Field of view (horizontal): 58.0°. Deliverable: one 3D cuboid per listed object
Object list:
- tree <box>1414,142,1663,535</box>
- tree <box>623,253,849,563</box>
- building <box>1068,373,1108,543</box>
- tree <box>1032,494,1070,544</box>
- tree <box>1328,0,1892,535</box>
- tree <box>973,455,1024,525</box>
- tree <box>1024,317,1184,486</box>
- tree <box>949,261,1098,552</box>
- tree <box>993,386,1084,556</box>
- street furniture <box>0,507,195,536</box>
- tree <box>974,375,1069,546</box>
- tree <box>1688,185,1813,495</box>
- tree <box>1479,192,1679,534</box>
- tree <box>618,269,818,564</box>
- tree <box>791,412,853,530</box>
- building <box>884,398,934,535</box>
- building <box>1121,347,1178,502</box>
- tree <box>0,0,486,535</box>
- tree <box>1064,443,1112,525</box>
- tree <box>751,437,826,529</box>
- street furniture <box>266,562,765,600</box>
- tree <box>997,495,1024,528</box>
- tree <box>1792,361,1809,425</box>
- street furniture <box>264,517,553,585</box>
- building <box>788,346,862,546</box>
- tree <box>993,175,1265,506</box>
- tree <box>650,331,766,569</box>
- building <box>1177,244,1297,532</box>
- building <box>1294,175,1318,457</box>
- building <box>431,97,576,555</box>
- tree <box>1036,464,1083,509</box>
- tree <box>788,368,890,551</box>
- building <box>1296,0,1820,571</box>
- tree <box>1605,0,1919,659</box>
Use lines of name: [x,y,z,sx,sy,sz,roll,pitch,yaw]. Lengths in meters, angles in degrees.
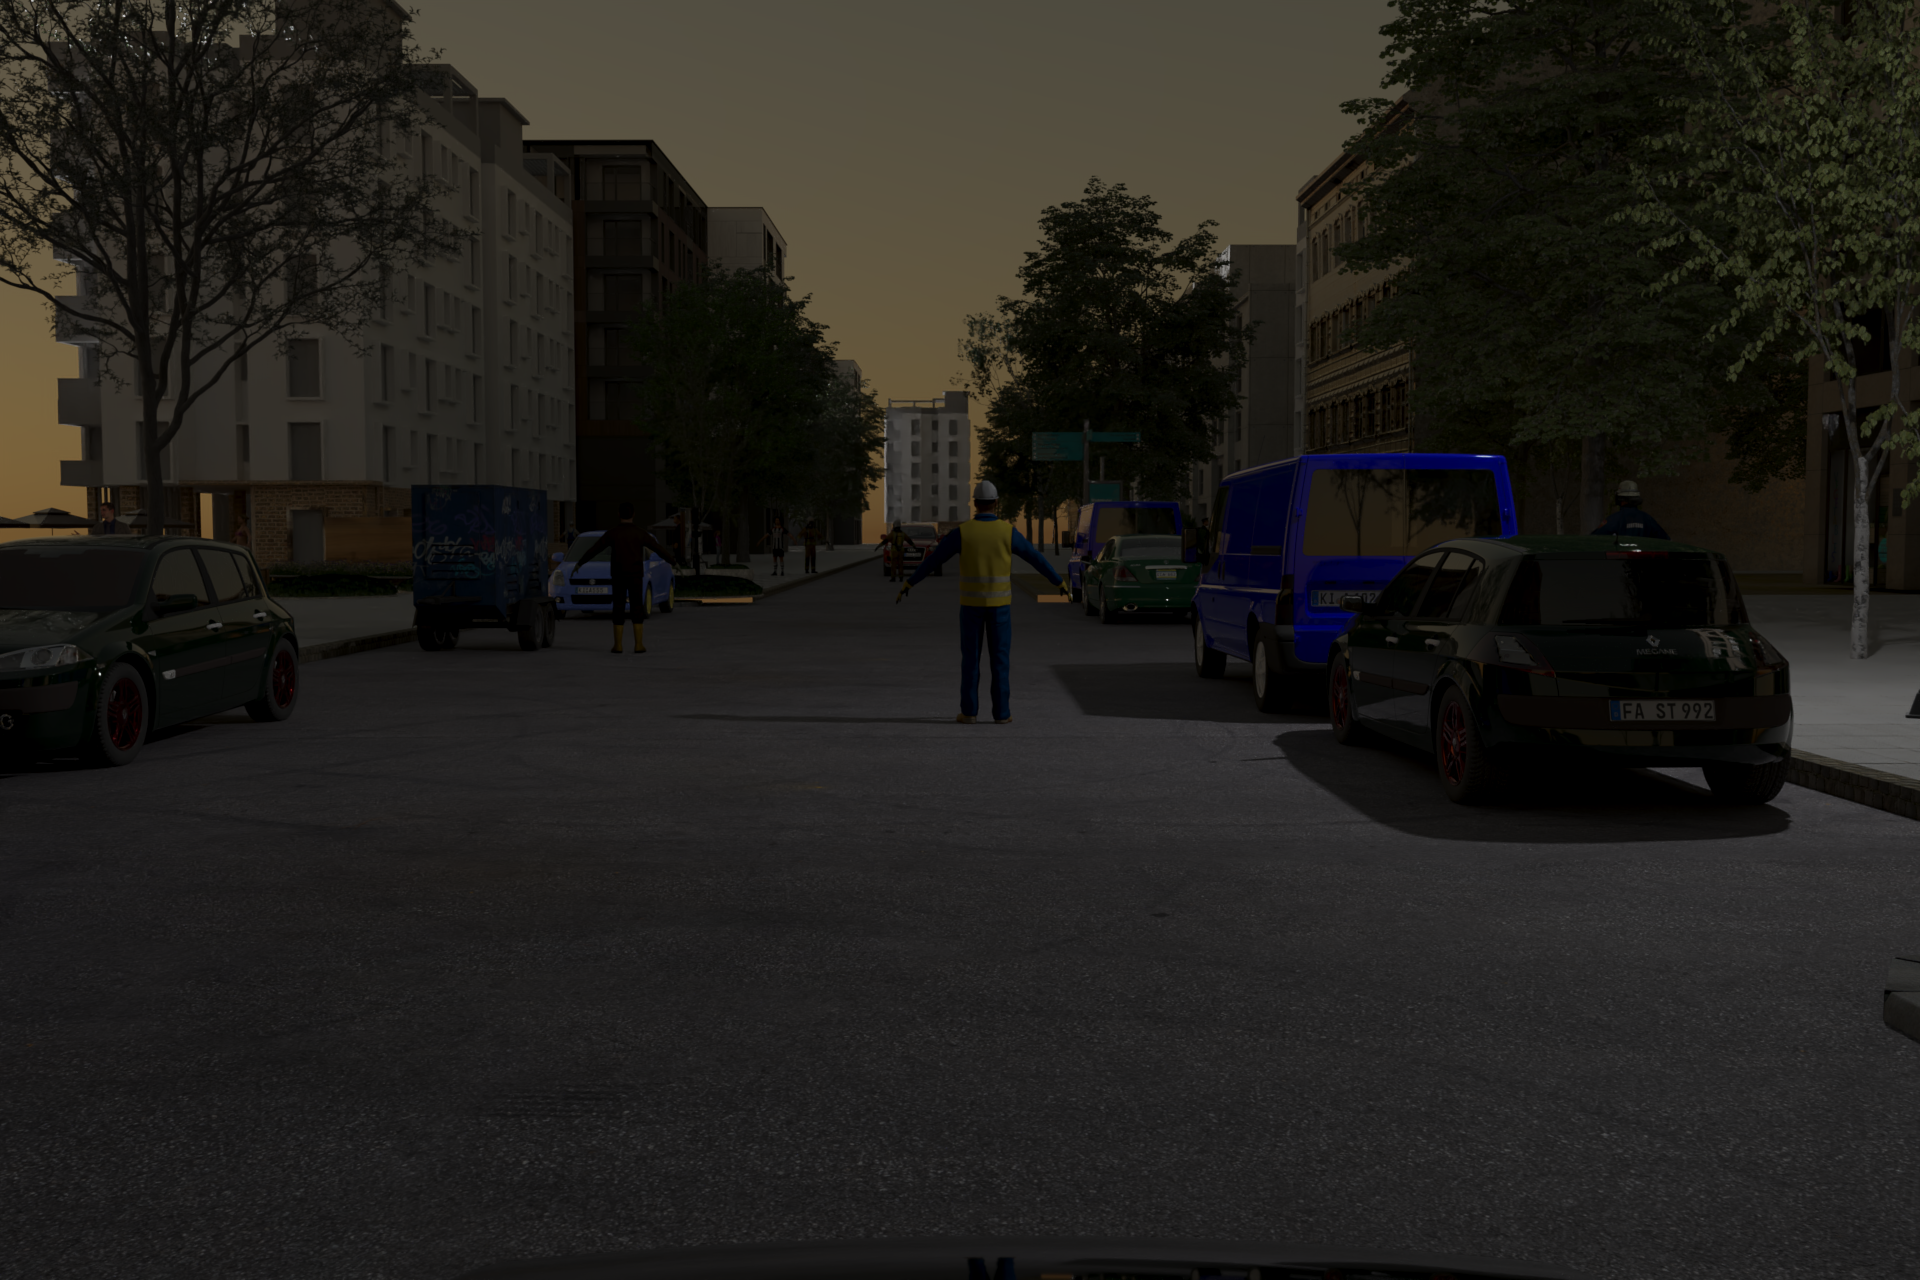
tree: [16.415,-8.034,49.480,7.486,12.596,7.792,0,3,0]
tree: [-9.903,-10.469,77.823,9.857,13.997,8.962,0,3,0]
building: [21.980,-22.181,193.590,19.493,23.208,18.063,0,3,0]
tree: [12.894,-18.286,233.390,7.601,10.594,8.767,0,4,5]
tree: [9.181,-6.540,25.063,7.486,12.596,7.792,0,3,0]
tree: [5.386,-19.300,233.687,7.486,12.596,7.792,0,3,0]
tree: [6.228,-8.504,73.454,8.767,10.594,7.601,2,4,31]
tree: [5.460,-16.091,118.973,12.611,20.169,13.585,0,3,0]
tree: [5.449,-10.294,102.718,7.601,10.594,8.767,-1,4,-14]
street furniture: [-27.733,-2.273,42.198,14.083,1.986,27.439,0,4,-1]
tree: [5.548,-14.113,137.397,9.857,13.997,8.962,0,3,0]
tree: [26.789,-8.339,54.471,7.486,12.596,7.792,0,3,0]
tree: [13.078,-5.317,37.288,4.737,8.622,4.395,0,3,0]
tree: [-9.513,-8.777,69.265,9.928,11.665,9.643,0,3,0]
tree: [-9.232,-9.354,103.293,4.360,8.622,3.978,0,3,0]
building: [-9.798,-22.888,233.091,11.380,20.090,16.016,0,4,1]
building: [25.052,-18.244,164.739,16.747,18.905,31.486,0,4,-1]
tree: [-12.275,-7.093,26.343,12.009,13.543,11.850,0,3,0]
tree: [5.915,-8.176,84.045,4.360,8.622,3.978,0,3,0]
tree: [-9.067,-8.314,86.304,4.737,8.622,4.395,0,3,0]
street furniture: [-9.039,-1.281,36.577,10.072,0.657,5.734,0,4,2]
tree: [6.914,-16.937,227.275,4.737,8.622,4.395,0,3,0]
tree: [25.189,-5.883,46.549,4.360,8.622,3.978,0,3,0]
street furniture: [-15.233,-2.420,46.420,9.812,1.723,11.010,2,4,23]
building: [-26.343,-21.832,200.931,27.936,21.610,32.646,0,4,0]
tree: [5.883,-9.473,61.545,9.857,13.997,8.962,0,3,0]
tree: [-9.563,-6.900,63.174,4.360,8.622,3.978,0,3,0]
building: [24.784,-15.170,114.492,16.747,18.905,31.486,0,4,0]
building: [23.209,-14.450,92.672,16.016,20.090,11.380,0,4,-1]
building: [-24.709,-13.462,76.529,16.016,20.090,11.380,0,4,-1]
tree: [6.285,-8.577,90.600,4.737,8.622,4.395,0,3,0]
tree: [-10.057,-13.785,132.041,9.857,13.997,8.962,0,3,0]
building: [24.888,-14.562,69.025,19.493,23.208,18.063,0,4,-1]
tree: [9.022,-4.104,17.462,4.737,8.622,4.395,0,3,0]
